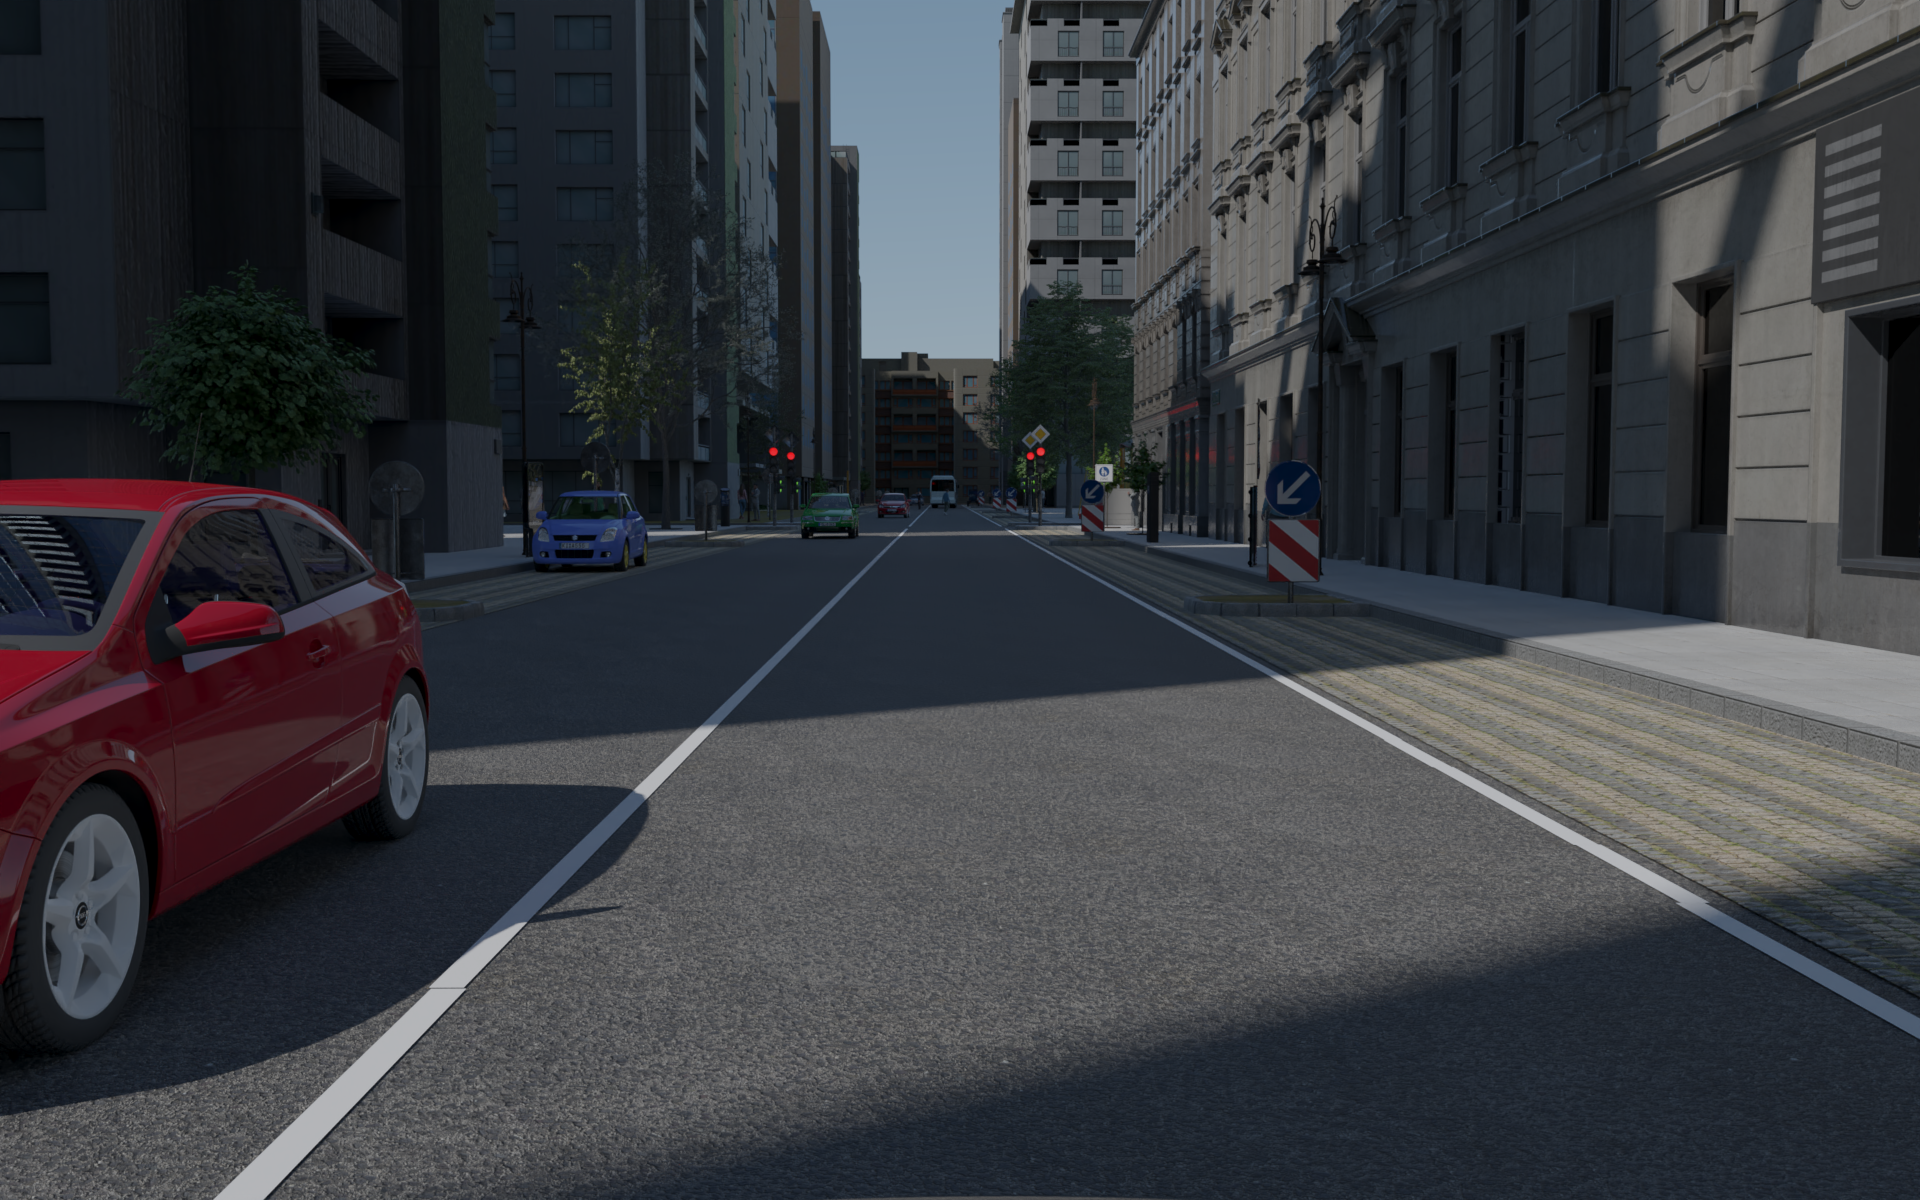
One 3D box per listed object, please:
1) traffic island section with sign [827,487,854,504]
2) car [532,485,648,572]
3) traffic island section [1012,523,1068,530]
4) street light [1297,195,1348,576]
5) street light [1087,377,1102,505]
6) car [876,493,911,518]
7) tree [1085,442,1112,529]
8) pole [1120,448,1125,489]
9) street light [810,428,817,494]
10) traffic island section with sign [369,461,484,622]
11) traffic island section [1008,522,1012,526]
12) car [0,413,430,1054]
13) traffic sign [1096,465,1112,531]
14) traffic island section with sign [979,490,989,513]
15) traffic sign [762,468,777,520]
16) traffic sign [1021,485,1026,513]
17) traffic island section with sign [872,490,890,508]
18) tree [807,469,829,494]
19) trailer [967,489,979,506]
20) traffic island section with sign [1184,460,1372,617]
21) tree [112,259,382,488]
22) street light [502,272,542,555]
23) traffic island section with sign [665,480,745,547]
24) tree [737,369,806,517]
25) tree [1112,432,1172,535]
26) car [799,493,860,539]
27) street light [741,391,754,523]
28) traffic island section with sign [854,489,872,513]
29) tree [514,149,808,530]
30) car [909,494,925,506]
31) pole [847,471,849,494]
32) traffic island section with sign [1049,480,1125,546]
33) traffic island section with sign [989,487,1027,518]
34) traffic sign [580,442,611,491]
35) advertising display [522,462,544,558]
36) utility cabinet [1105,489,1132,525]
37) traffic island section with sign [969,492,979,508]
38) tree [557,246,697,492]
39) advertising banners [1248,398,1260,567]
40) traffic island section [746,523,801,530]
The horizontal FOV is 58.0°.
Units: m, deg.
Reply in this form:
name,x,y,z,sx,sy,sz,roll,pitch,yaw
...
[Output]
name,x,y,z,sx,sy,sz,roll,pitch,yaw
traffic island section with sign,-7.508,-5.769,102.953,1.989,1.847,2.006,0,4,-1
car,-6.992,-1.425,32.892,1.945,1.707,3.694,0,4,-2
traffic island section,3.254,-2.912,69.888,2.009,0.180,2.903,0,4,-1
street light,5.650,-3.325,27.158,0.468,5.910,1.993,0,4,-1
street light,5.311,-5.861,68.614,0.468,5.910,1.993,0,4,-1
car,-4.008,-5.854,104.747,2.155,1.783,4.494,0,4,1
tree,5.410,-4.305,64.985,1.663,3.219,1.824,0,3,0
pole,7.180,-5.070,76.731,0.158,3.312,0.155,0,3,0
street light,-10.059,-8.968,119.407,0.468,5.910,1.993,0,4,-1
traffic island section with sign,-6.629,-0.696,20.015,1.989,1.847,2.006,0,4,-1
traffic island section,3.170,-3.400,77.873,2.009,0.180,2.903,0,4,-1
car,-3.154,0.201,5.758,2.155,1.783,4.494,0,4,-1
traffic sign,5.002,-3.547,60.115,0.606,2.300,0.079,0,4,8
traffic island section with sign,2.630,-7.388,129.424,1.989,1.847,2.006,0,4,-1
traffic sign,-9.326,-5.185,84.884,0.768,2.556,0.104,0,4,2
traffic sign,4.494,-7.172,119.385,0.606,2.300,0.079,0,4,2
traffic island section with sign,-8.318,-10.461,179.657,1.989,1.847,2.006,0,4,-1
tree,-10.907,-8.534,134.138,1.663,3.219,1.824,0,3,0
trailer,1.539,-11.814,200.205,1.471,1.999,3.904,0,4,1
traffic island section with sign,3.775,-0.758,21.016,1.989,1.847,2.006,0,4,-1
tree,-10.018,-2.480,24.267,4.285,4.588,4.351,0,3,0
street light,-9.121,-3.879,36.208,0.468,5.910,1.993,0,4,-1
traffic island section with sign,-6.919,-2.359,47.198,1.989,1.847,2.006,0,4,-1
tree,-10.795,-9.018,97.800,4.360,8.622,3.978,0,3,0
tree,5.769,-3.653,54.328,1.663,3.219,1.824,0,3,0
car,-4.270,-2.953,57.085,1.959,1.807,4.718,0,4,-2
street light,-9.515,-6.426,77.853,0.468,5.910,1.993,0,4,-1
traffic island section with sign,-7.792,-7.418,129.906,1.989,1.847,2.006,0,4,-1
tree,-10.580,-9.282,62.129,12.009,13.543,11.850,0,3,0
car,-5.328,-12.431,215.253,2.014,1.417,4.499,0,4,0
pole,-9.754,-9.580,150.475,0.158,3.312,0.155,0,3,0
traffic island section with sign,3.490,-2.406,47.970,1.989,1.847,2.006,0,4,-1
traffic island section with sign,2.901,-5.740,102.470,1.989,1.847,2.006,0,4,-1
traffic sign,-8.876,-2.573,42.171,0.768,2.556,0.104,0,4,8
advertising display,-8.722,-1.848,35.422,0.123,1.923,0.974,0,4,5
utility cabinet,6.432,-3.800,70.810,1.173,1.500,0.318,0,4,-6
traffic island section with sign,2.098,-10.466,179.740,1.989,1.847,2.006,0,4,-1
tree,-10.298,-6.246,52.479,4.737,8.622,4.395,0,3,0
advertising banners,5.312,-2.139,31.157,0.090,3.025,2.074,1,4,14
traffic island section,-7.486,-2.905,69.780,2.009,0.180,2.903,0,4,-1
